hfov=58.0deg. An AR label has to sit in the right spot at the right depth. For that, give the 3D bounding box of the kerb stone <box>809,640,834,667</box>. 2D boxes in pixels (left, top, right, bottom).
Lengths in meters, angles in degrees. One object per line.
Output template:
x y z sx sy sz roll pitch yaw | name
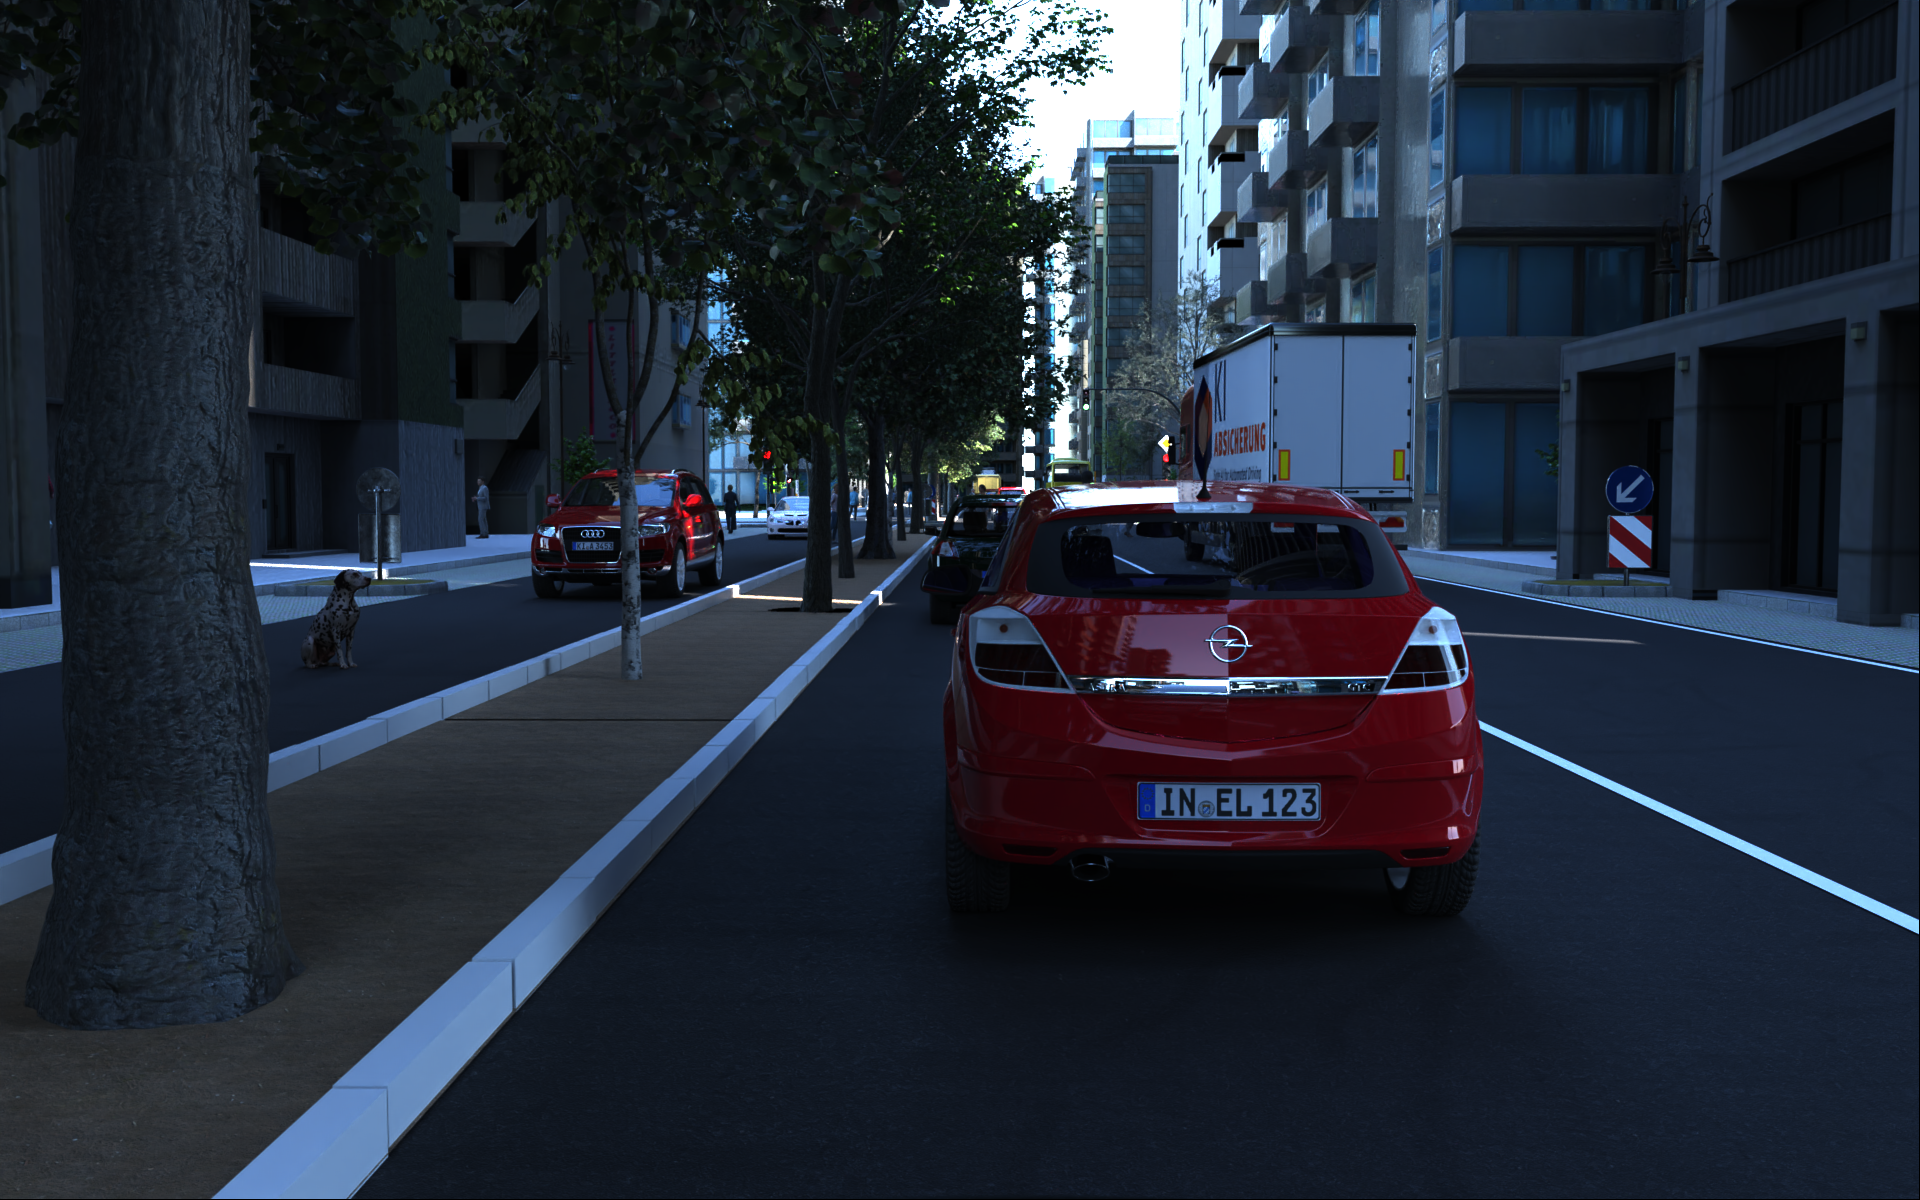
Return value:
-1.182 0.471 14.502 0.120 0.150 1.000 0 4 1 | kerb stone

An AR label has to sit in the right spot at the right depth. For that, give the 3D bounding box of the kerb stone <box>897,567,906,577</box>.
-1.019 -0.408 28.865 0.120 0.150 1.000 0 4 1 | kerb stone

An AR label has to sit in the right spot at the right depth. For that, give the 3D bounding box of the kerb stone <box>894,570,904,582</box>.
-1.030 -0.343 27.838 0.120 0.150 1.000 0 4 1 | kerb stone

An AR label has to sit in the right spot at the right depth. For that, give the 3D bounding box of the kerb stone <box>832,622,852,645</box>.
-1.155 0.347 16.549 0.120 0.150 1.000 0 4 1 | kerb stone

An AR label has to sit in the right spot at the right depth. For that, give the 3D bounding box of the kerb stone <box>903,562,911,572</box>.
-0.994 -0.532 30.928 0.120 0.150 1.000 0 4 1 | kerb stone

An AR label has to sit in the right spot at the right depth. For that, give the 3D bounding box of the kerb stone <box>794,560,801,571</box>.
-3.086 -0.597 31.959 0.120 0.150 1.000 0 4 1 | kerb stone

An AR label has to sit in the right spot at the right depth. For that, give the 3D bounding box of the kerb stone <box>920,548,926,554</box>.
-0.907 -1.035 39.121 0.120 0.150 1.000 0 4 1 | kerb stone

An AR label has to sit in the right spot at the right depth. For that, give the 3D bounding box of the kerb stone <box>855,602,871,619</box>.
-1.127 0.160 19.635 0.120 0.150 1.000 0 4 1 | kerb stone

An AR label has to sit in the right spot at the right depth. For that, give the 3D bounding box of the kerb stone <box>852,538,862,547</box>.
-2.903 -1.599 48.344 0.120 0.150 1.000 0 4 1 | kerb stone

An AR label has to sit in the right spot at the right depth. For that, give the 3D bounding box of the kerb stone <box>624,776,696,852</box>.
-1.270 0.912 7.332 0.120 0.150 1.000 0 4 1 | kerb stone

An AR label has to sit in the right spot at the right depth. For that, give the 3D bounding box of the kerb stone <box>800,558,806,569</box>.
-3.075 -0.660 32.984 0.120 0.150 1.000 0 4 1 | kerb stone

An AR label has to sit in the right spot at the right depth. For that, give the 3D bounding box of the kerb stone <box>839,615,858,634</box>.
-1.152 0.283 17.571 0.120 0.150 1.000 0 4 1 | kerb stone

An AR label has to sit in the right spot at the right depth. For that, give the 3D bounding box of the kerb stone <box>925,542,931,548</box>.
-0.862 -1.285 43.226 0.120 0.150 1.000 0 4 1 | kerb stone

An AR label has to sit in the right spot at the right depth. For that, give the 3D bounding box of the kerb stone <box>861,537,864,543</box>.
-2.892 -1.662 49.367 0.120 0.150 1.000 0 4 1 | kerb stone

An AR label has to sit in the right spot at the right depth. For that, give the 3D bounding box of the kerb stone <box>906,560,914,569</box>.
-0.982 -0.597 31.956 0.120 0.150 1.000 0 4 1 | kerb stone

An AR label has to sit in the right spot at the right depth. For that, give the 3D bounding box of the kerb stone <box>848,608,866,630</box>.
-1.128 0.219 18.608 0.120 0.150 1.000 0 4 1 | kerb stone

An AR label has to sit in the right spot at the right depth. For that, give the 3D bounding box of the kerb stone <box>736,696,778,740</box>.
-1.229 0.725 10.400 0.120 0.150 1.000 0 4 1 | kerb stone

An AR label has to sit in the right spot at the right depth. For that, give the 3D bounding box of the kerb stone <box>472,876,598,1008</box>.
-1.283 1.034 5.286 0.120 0.150 1.000 0 4 1 | kerb stone

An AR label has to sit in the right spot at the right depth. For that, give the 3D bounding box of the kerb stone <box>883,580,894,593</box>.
-1.060 -0.157 24.769 0.120 0.150 1.000 0 4 1 | kerb stone

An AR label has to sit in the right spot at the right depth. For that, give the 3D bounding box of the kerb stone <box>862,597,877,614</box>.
-1.112 0.098 20.660 0.120 0.150 1.000 0 4 1 | kerb stone

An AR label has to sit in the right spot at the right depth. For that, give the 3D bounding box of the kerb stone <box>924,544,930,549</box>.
-0.864 -1.217 42.201 0.120 0.150 1.000 0 4 1 | kerb stone

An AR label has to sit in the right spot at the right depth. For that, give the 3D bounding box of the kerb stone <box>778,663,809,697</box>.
-1.212 0.598 12.448 0.120 0.150 1.000 0 4 1 | kerb stone

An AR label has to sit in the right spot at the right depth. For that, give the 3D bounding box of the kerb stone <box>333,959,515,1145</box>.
-1.297 1.099 4.264 0.120 0.150 1.000 0 4 1 | kerb stone

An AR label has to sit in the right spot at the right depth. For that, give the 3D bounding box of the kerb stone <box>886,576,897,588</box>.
-1.057 -0.220 25.794 0.120 0.150 1.000 0 4 1 | kerb stone

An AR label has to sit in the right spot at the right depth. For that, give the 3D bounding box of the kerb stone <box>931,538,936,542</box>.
-0.809 -1.537 47.333 0.120 0.150 1.000 0 4 1 | kerb stone

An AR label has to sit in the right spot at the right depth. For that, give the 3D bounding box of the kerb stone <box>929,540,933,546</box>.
-0.836 -1.412 45.284 0.120 0.150 1.000 0 4 1 | kerb stone

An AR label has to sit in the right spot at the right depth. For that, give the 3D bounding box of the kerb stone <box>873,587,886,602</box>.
-1.092 -0.032 22.711 0.120 0.150 1.000 0 4 1 | kerb stone

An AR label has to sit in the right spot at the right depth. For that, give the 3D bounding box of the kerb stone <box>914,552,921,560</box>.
-0.941 -0.845 36.048 0.120 0.150 1.000 0 4 1 | kerb stone

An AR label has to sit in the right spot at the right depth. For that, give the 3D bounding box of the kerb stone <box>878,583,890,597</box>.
-1.082 -0.094 23.735 0.120 0.150 1.000 0 4 1 | kerb stone

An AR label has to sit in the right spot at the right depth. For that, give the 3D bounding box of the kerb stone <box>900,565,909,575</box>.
-1.010 -0.471 29.901 0.120 0.150 1.000 0 4 1 | kerb stone

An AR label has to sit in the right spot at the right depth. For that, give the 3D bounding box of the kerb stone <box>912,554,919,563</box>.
-0.948 -0.784 35.022 0.120 0.150 1.000 0 4 1 | kerb stone

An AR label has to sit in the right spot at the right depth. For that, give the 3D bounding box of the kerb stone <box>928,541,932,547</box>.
-0.853 -1.349 44.248 0.120 0.150 1.000 0 4 1 | kerb stone

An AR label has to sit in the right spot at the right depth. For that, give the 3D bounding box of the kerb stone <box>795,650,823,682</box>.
-1.195 0.533 13.480 0.120 0.150 1.000 0 4 1 | kerb stone

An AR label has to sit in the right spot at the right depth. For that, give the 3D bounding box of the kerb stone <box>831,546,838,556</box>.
-2.981 -1.161 41.175 0.120 0.150 1.000 0 4 1 | kerb stone

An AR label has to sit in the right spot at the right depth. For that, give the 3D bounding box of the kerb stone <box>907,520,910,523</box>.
-2.457 -4.016 87.862 0.120 0.150 1.000 0 4 1 | kerb stone

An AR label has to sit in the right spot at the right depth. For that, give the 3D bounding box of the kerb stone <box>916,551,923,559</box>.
-0.932 -0.910 37.074 0.120 0.150 1.000 0 4 1 | kerb stone

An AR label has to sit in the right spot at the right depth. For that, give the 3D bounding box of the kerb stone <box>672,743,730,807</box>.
-1.253 0.851 8.354 0.120 0.150 1.000 0 4 1 | kerb stone

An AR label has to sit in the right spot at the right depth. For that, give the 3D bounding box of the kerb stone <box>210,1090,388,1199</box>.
-1.302 1.159 3.241 0.120 0.150 1.000 0 4 1 | kerb stone

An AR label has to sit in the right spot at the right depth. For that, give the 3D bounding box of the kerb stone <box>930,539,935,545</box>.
-0.814 -1.473 46.311 0.120 0.150 1.000 0 4 1 | kerb stone

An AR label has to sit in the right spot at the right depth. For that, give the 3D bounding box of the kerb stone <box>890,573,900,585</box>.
-1.045 -0.282 26.816 0.120 0.150 1.000 0 4 1 | kerb stone

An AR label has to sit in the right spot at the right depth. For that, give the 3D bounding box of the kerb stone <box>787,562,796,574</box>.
-3.094 -0.535 30.938 0.120 0.150 1.000 0 4 1 | kerb stone

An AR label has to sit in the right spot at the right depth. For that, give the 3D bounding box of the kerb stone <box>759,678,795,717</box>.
-1.216 0.659 11.426 0.120 0.150 1.000 0 4 1 | kerb stone

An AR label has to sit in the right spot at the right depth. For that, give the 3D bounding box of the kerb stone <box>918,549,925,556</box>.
-0.912 -0.973 38.100 0.120 0.150 1.000 0 4 1 | kerb stone

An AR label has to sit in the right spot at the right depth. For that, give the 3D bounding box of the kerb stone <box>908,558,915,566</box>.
-0.974 -0.659 32.978 0.120 0.150 1.000 0 4 1 | kerb stone

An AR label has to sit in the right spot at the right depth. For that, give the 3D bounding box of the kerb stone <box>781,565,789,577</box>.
-3.110 -0.472 29.916 0.120 0.150 1.000 0 4 1 | kerb stone

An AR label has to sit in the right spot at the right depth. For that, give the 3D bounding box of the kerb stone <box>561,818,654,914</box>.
-1.278 0.974 6.311 0.120 0.150 1.000 0 4 1 | kerb stone

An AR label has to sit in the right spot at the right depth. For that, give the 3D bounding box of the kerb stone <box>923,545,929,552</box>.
-0.883 -1.159 41.173 0.120 0.150 1.000 0 4 1 | kerb stone

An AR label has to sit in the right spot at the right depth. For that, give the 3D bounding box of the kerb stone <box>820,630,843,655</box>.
-1.169 0.408 15.526 0.120 0.150 1.000 0 4 1 | kerb stone

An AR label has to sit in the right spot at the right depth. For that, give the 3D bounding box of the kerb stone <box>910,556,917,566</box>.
-0.968 -0.722 34.000 0.120 0.150 1.000 0 4 1 | kerb stone

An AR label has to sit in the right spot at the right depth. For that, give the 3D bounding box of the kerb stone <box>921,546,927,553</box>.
-0.896 -1.098 40.145 0.120 0.150 1.000 0 4 1 | kerb stone

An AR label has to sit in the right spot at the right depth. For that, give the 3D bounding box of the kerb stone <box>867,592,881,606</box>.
-1.107 0.035 21.689 0.120 0.150 1.000 0 4 1 | kerb stone

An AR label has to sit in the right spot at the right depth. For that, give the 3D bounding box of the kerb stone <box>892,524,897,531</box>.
-2.637 -3.036 71.900 0.120 0.150 1.000 0 4 1 | kerb stone

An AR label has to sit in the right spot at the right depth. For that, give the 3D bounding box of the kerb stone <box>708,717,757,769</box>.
-1.241 0.788 9.378 0.120 0.150 1.000 0 4 1 | kerb stone
